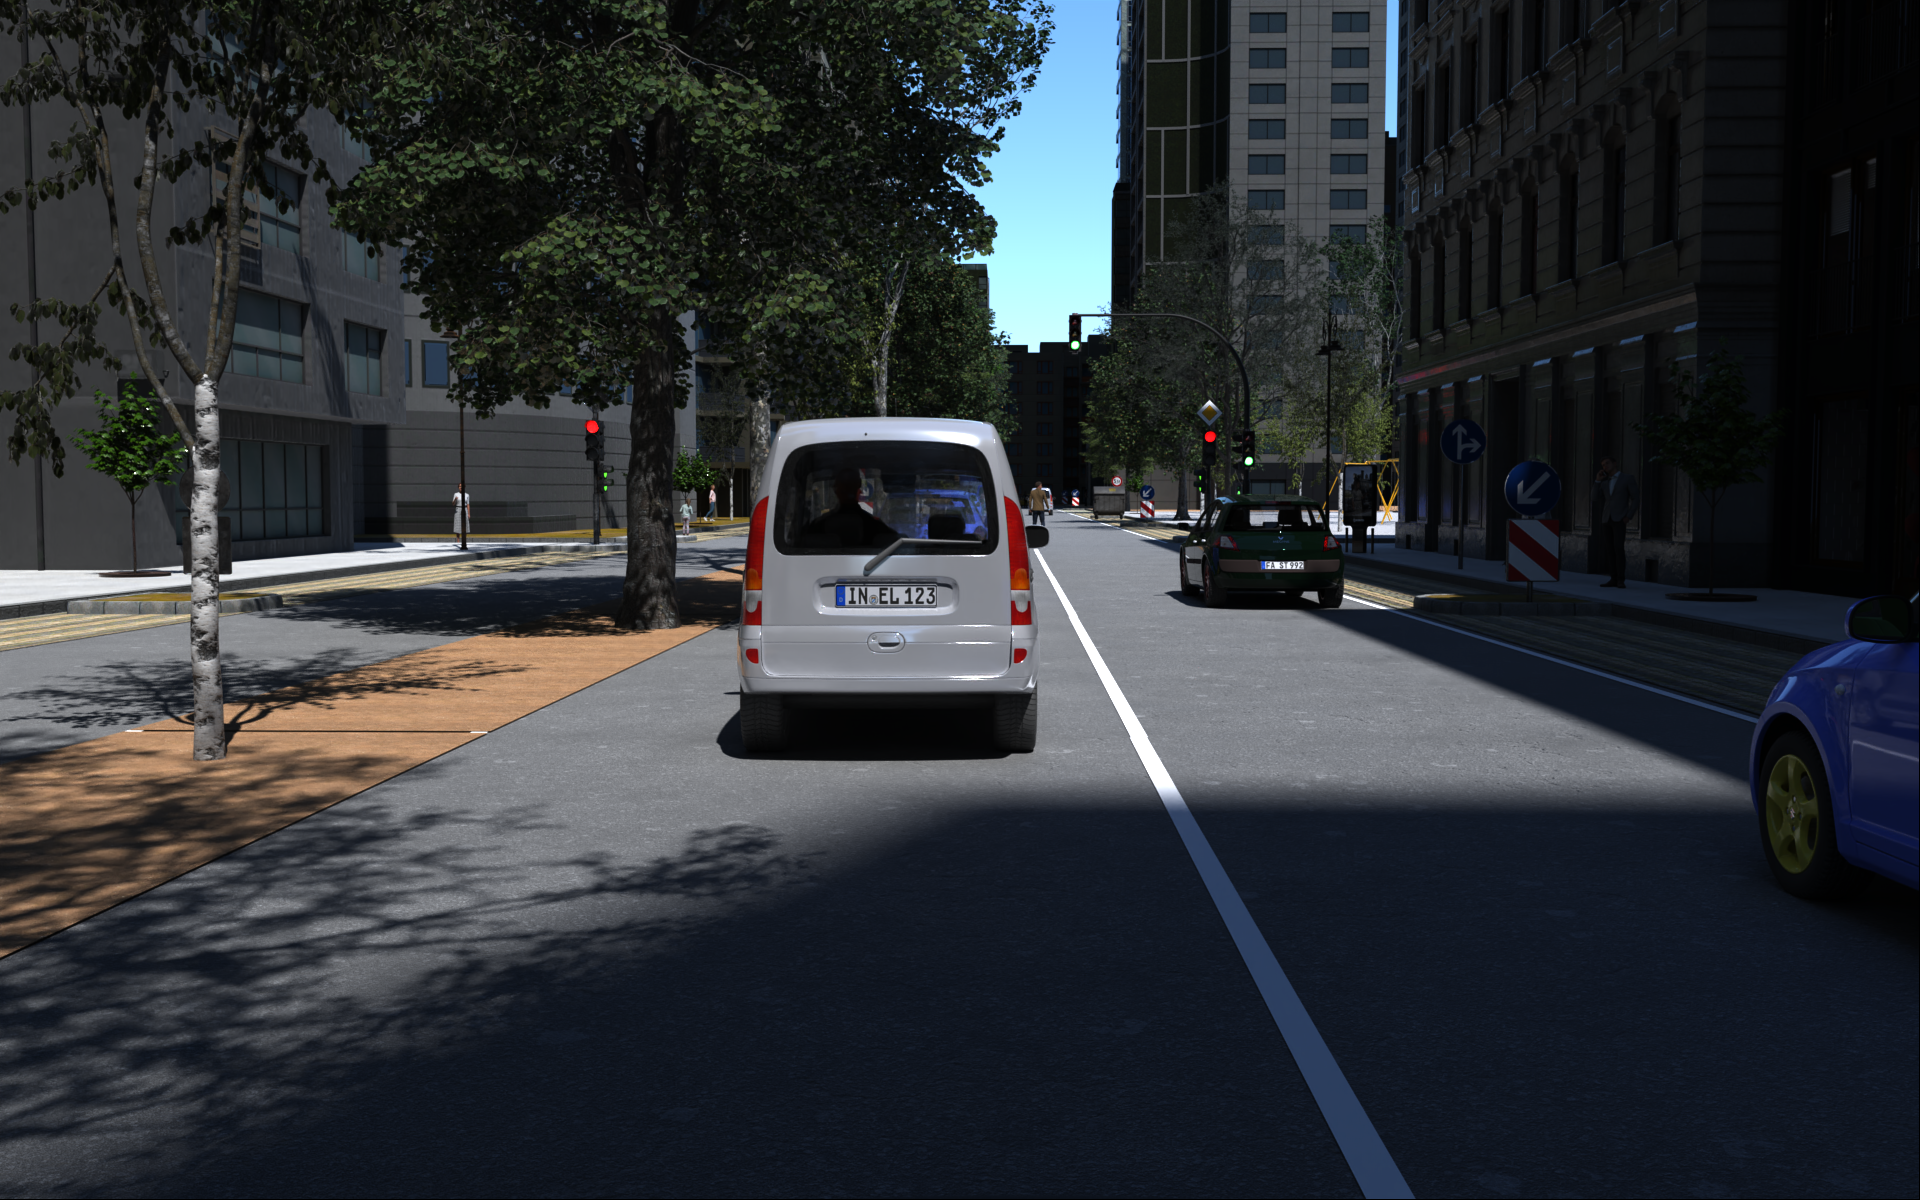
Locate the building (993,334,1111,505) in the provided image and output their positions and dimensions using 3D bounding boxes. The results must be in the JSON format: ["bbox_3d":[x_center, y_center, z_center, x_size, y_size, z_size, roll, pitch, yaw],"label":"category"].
[{"bbox_3d":[18.446,-23.239,224.992,28.899,21.520,27.650,0,4,1],"label":"building"}]

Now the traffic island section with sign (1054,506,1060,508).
[{"bbox_3d":[10.813,-10.541,180.967,1.989,1.847,2.006,0,4,1],"label":"traffic island section with sign"}]

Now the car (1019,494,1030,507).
[{"bbox_3d":[7.334,-10.809,186.956,2.015,1.641,3.980,0,4,1],"label":"car"}]

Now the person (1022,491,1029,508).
[{"bbox_3d":[6.846,-10.430,179.748,1.217,1.735,0.721,-3,4,-37],"label":"person"}]

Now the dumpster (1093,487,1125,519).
[{"bbox_3d":[8.416,-5.491,97.986,1.865,1.857,1.264,0,4,0],"label":"dumpster"}]

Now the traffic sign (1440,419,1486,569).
[{"bbox_3d":[8.546,-1.797,29.495,0.768,2.556,0.104,0,4,5],"label":"traffic sign"}]

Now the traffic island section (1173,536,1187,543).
[{"bbox_3d":[7.443,-1.804,51.775,2.009,0.180,2.903,0,4,1],"label":"traffic island section"}]

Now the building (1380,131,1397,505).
[{"bbox_3d":[54.256,-34.661,216.816,14.200,45.320,14.600,0,4,1],"label":"building"}]

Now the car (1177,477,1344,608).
[{"bbox_3d":[3.975,-0.822,23.230,2.009,1.686,4.222,0,4,1],"label":"car"}]

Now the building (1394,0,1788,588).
[{"bbox_3d":[14.855,-11.169,31.762,9.793,20.994,18.267,0,4,1],"label":"building"}]

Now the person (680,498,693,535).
[{"bbox_3d":[-9.078,-2.730,57.416,0.425,1.301,0.394,-1,4,-16],"label":"person"}]

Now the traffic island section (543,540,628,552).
[{"bbox_3d":[-9.300,-1.342,44.227,2.009,0.180,2.903,0,4,1],"label":"traffic island section"}]

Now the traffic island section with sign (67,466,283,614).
[{"bbox_3d":[-9.566,-0.782,21.417,1.989,1.847,2.006,0,4,1],"label":"traffic island section with sign"}]

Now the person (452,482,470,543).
[{"bbox_3d":[-13.564,-2.329,47.152,0.480,1.755,0.524,-2,4,-31],"label":"person"}]

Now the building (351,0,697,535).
[{"bbox_3d":[-23.167,-32.022,65.566,21.231,58.520,28.212,0,4,1],"label":"building"}]

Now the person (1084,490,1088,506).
[{"bbox_3d":[13.081,-10.527,178.885,0.721,1.735,1.217,1,4,13],"label":"person"}]

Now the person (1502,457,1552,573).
[{"bbox_3d":[8.632,-1.244,26.266,0.818,1.842,0.514,0,4,5],"label":"person"}]

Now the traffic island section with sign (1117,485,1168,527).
[{"bbox_3d":[8.085,-4.143,76.365,1.989,1.847,2.006,0,4,1],"label":"traffic island section with sign"}]

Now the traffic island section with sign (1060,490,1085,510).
[{"bbox_3d":[10.119,-8.876,153.749,1.989,1.847,2.006,0,4,1],"label":"traffic island section with sign"}]

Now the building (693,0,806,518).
[{"bbox_3d":[-21.274,-27.652,106.731,22.147,44.769,28.867,0,4,1],"label":"building"}]

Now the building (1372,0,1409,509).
[{"bbox_3d":[58.310,-45.925,189.127,20.611,71.187,20.563,0,4,1],"label":"building"}]

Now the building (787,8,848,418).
[{"bbox_3d":[-20.500,-31.436,137.685,21.300,48.544,21.600,0,4,1],"label":"building"}]

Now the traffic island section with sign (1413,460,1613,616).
[{"bbox_3d":[6.655,-0.767,21.166,1.989,1.847,2.006,0,4,1],"label":"traffic island section with sign"}]

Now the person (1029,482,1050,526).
[{"bbox_3d":[2.601,-2.949,56.633,0.656,1.842,0.836,-2,4,-24],"label":"person"}]

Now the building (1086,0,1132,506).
[{"bbox_3d":[25.446,-53.276,183.732,22.319,86.520,31.000,0,4,1],"label":"building"}]

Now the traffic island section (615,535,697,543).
[{"bbox_3d":[-9.092,-1.830,52.209,2.009,0.180,2.903,0,4,1],"label":"traffic island section"}]

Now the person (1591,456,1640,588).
[{"bbox_3d":[8.997,-1.075,23.803,0.473,1.802,0.592,-1,4,-19],"label":"person"}]

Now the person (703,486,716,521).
[{"bbox_3d":[-11.758,-4.566,81.368,0.598,1.740,0.731,-1,4,-15],"label":"person"}]

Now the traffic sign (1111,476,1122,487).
[{"bbox_3d":[10.916,-7.362,120.481,0.768,2.556,0.104,1,4,9],"label":"traffic sign"}]

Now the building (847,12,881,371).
[{"bbox_3d":[-22.453,-36.598,187.614,27.495,52.752,28.713,0,4,1],"label":"building"}]

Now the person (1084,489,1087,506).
[{"bbox_3d":[13.645,-11.140,188.126,0.705,1.831,1.348,0,4,-6],"label":"person"}]

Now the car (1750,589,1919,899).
[{"bbox_3d":[3.740,0.280,5.019,1.945,1.707,3.694,0,4,2],"label":"car"}]

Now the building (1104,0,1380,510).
[{"bbox_3d":[22.990,-43.181,144.257,20.563,71.187,20.611,0,4,1],"label":"building"}]

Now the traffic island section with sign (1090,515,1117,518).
[{"bbox_3d":[8.792,-5.791,103.311,1.989,1.847,2.006,0,4,1],"label":"traffic island section with sign"}]

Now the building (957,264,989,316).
[{"bbox_3d":[-3.347,-27.302,218.096,14.107,30.474,14.160,0,4,1],"label":"building"}]

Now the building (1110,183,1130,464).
[{"bbox_3d":[21.110,-23.925,162.881,14.160,30.474,14.107,0,4,1],"label":"building"}]

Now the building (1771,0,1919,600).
[{"bbox_3d":[16.892,-11.311,14.613,12.332,23.373,15.834,0,4,1],"label":"building"}]
